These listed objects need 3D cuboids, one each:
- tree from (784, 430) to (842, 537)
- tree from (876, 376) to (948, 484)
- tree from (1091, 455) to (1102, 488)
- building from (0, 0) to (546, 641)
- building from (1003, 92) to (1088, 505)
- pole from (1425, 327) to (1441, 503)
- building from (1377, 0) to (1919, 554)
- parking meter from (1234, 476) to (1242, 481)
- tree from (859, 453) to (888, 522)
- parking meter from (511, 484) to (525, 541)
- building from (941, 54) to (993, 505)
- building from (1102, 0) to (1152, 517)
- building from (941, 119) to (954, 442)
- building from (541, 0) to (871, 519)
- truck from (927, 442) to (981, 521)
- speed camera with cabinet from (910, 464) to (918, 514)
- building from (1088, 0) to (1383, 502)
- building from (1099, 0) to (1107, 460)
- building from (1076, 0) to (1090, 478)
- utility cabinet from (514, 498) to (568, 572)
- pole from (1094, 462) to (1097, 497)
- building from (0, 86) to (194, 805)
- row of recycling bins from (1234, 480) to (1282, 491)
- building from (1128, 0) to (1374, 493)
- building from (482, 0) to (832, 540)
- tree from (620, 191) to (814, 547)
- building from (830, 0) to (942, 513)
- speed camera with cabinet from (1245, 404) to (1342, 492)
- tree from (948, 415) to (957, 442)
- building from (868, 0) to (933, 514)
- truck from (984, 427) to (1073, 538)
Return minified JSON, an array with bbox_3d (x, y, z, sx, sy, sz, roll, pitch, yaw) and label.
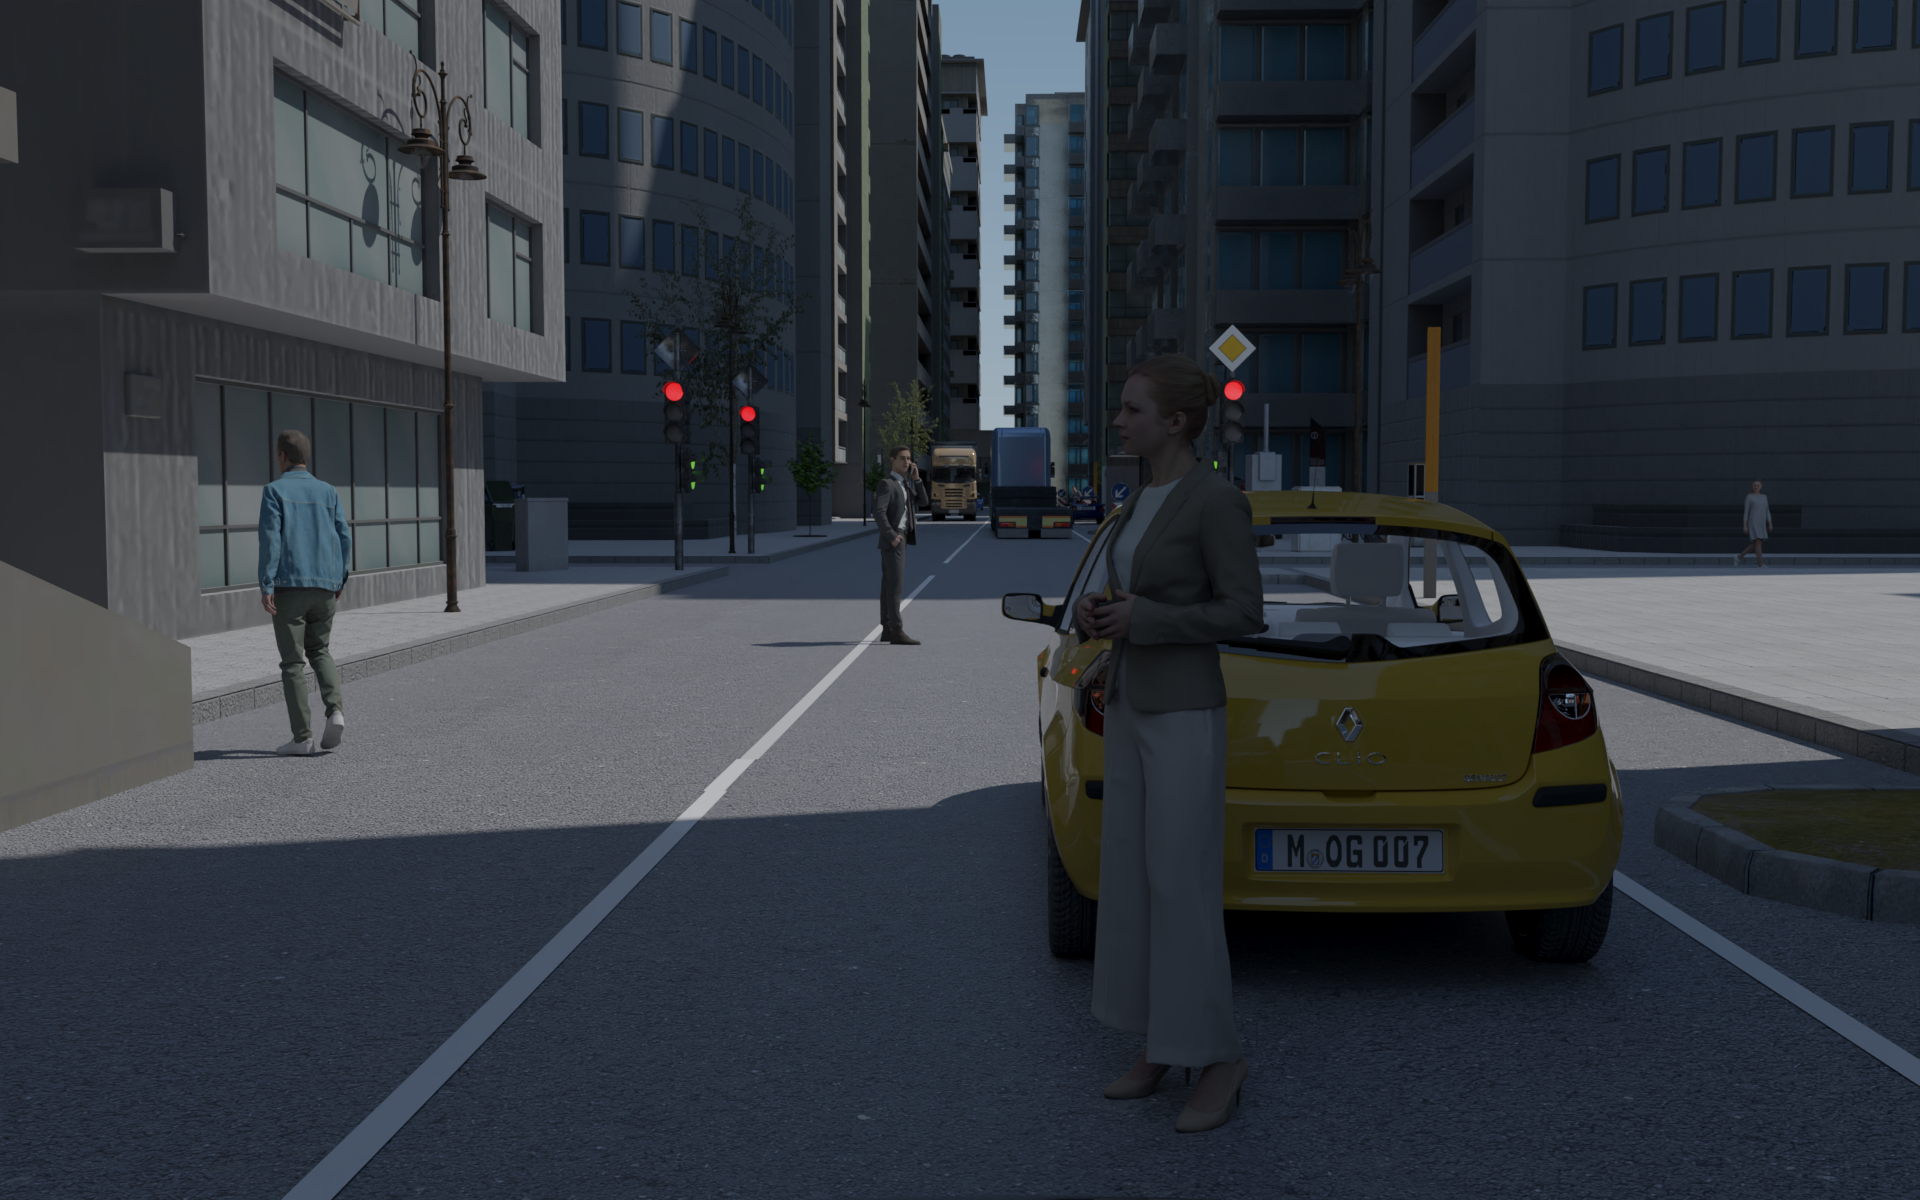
[{"bbox_3d":[-4.364,-3.504,51.886,1.663,3.219,1.824,0,3,0],"label":"tree"},{"bbox_3d":[-3.333,-9.681,108.649,4.737,8.622,4.395,0,3,0],"label":"tree"},{"bbox_3d":[10.429,-8.069,115.640,4.285,4.588,4.351,0,3,0],"label":"tree"},{"bbox_3d":[-12.644,-20.560,19.748,14.086,41.232,14.154,0,4,2],"label":"building"},{"bbox_3d":[20.437,-35.869,206.071,30.456,49.044,23.786,0,4,2],"label":"building"},{"bbox_3d":[5.805,-1.680,21.311,0.158,3.312,0.155,0,3,0],"label":"pole"},{"bbox_3d":[26.833,-30.749,44.753,28.212,58.520,21.231,0,4,2],"label":"building"},{"bbox_3d":[9.009,-3.117,56.675,0.255,1.863,0.399,3,5,45],"label":"parking meter"},{"bbox_3d":[-3.777,-5.269,80.744,1.663,3.219,1.824,0,3,0],"label":"tree"},{"bbox_3d":[-11.073,-2.136,43.327,0.372,1.533,0.369,0,3,0],"label":"parking meter"},{"bbox_3d":[-8.439,-37.940,209.559,27.495,52.752,28.713,0,4,2],"label":"building"},{"bbox_3d":[15.367,-20.210,102.135,14.160,30.474,14.107,0,4,2],"label":"building"},{"bbox_3d":[-12.755,-29.393,172.454,23.993,40.220,32.217,0,4,2],"label":"building"},{"bbox_3d":[-12.147,-24.731,87.950,14.154,41.232,14.086,0,4,2],"label":"building"},{"bbox_3d":[-0.314,-6.467,94.649,2.839,4.237,11.283,0,3,0],"label":"truck"},{"bbox_3d":[-3.536,-7.196,111.992,2.038,3.252,0.660,-1,4,-14],"label":"speed camera with cabinet"},{"bbox_3d":[21.336,-36.865,144.750,21.231,58.520,28.212,0,4,2],"label":"building"},{"bbox_3d":[17.266,-28.973,123.822,14.600,45.320,14.200,0,4,2],"label":"building"},{"bbox_3d":[26.333,-35.702,172.972,28.713,52.752,27.495,0,4,2],"label":"building"},{"bbox_3d":[-7.009,-1.092,29.009,0.306,1.237,1.020,2,4,28],"label":"utility cabinet"},{"bbox_3d":[8.707,-7.189,111.383,0.158,3.312,0.155,0,3,0],"label":"pole"},{"bbox_3d":[-20.325,-18.931,1.409,32.217,40.220,23.993,0,4,2],"label":"building"},{"bbox_3d":[8.346,-2.663,50.656,1.069,1.692,3.534,-1,4,-19],"label":"row of recycling bins"},{"bbox_3d":[18.590,-27.622,71.226,23.786,49.044,30.456,0,4,2],"label":"building"},{"bbox_3d":[-16.388,-31.587,58.448,21.231,58.520,28.212,0,4,2],"label":"building"},{"bbox_3d":[-5.696,-5.571,41.446,4.360,8.622,3.978,0,3,0],"label":"tree"},{"bbox_3d":[-8.786,-27.950,140.570,14.154,41.232,14.086,0,4,2],"label":"building"},{"bbox_3d":[7.379,-2.691,38.326,2.038,3.252,0.660,0,4,-7],"label":"speed camera with cabinet"},{"bbox_3d":[-1.814,-12.333,152.012,4.737,8.622,4.395,0,3,0],"label":"tree"},{"bbox_3d":[-13.101,-30.518,122.665,21.300,48.544,21.600,0,4,2],"label":"building"},{"bbox_3d":[2.423,-4.545,64.064,2.967,4.110,18.799,0,4,0],"label":"truck"}]
